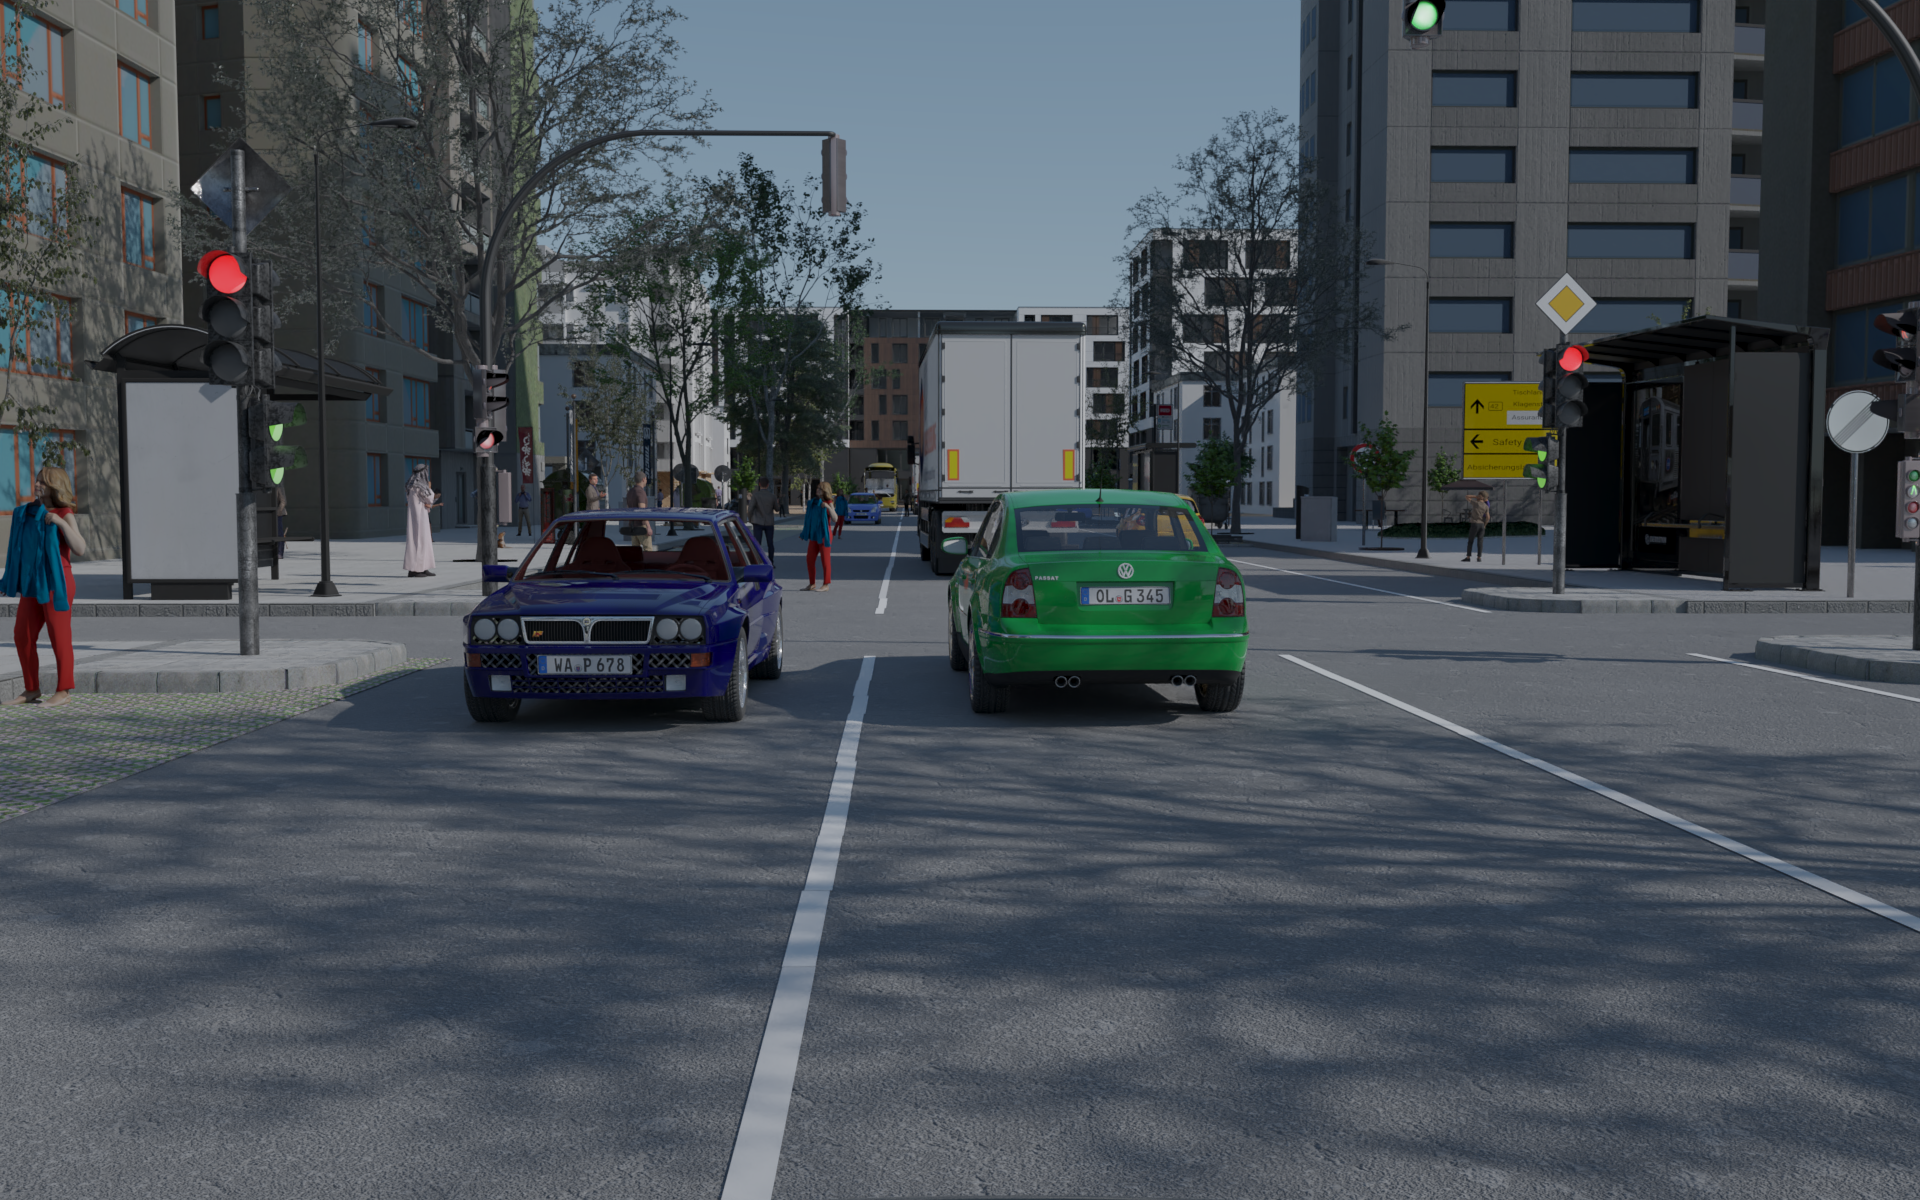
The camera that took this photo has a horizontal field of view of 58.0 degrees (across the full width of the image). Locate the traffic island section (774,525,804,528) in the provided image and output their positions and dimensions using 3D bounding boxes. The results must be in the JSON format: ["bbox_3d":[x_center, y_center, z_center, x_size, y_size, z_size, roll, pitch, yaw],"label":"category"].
[{"bbox_3d":[-7.213,-3.132,74.074,1.991,0.108,1.994,0,4,-2],"label":"traffic island section"}]

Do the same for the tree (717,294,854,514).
[{"bbox_3d":[-11.343,-12.528,111.487,9.857,13.997,8.962,0,3,0],"label":"tree"}]

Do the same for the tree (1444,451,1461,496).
[{"bbox_3d":[19.108,-4.547,68.946,1.663,3.219,1.824,0,3,0],"label":"tree"}]

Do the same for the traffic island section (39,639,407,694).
[{"bbox_3d":[-5.689,0.517,13.833,2.009,0.180,2.903,0,4,-2],"label":"traffic island section"}]

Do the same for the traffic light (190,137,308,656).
[{"bbox_3d":[-5.649,-1.515,13.699,0.839,4.253,0.868,0,4,-2],"label":"traffic light"}]

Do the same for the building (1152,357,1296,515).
[{"bbox_3d":[19.653,-10.818,119.026,9.099,9.664,28.070,0,4,-2],"label":"building"}]

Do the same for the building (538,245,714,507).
[{"bbox_3d":[-27.481,-16.741,130.142,16.016,20.091,11.380,0,4,-2],"label":"building"}]

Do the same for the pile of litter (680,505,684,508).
[{"bbox_3d":[-11.098,-3.387,69.348,1.719,0.858,1.176,1,4,15],"label":"pile of litter"}]

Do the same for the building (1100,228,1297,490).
[{"bbox_3d":[28.193,-18.716,149.987,27.936,21.610,32.646,0,4,-2],"label":"building"}]

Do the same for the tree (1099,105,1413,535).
[{"bbox_3d":[8.911,-8.835,54.825,12.009,13.543,11.850,0,3,0],"label":"tree"}]

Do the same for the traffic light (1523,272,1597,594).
[{"bbox_3d":[7.661,-2.030,22.110,0.839,4.253,0.868,0,4,-2],"label":"traffic light"}]

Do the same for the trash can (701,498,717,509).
[{"bbox_3d":[-10.353,-3.657,71.443,0.748,1.137,0.748,0,3,0],"label":"trash can"}]

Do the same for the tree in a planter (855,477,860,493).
[{"bbox_3d":[-9.567,-9.383,150.634,1.991,3.239,1.994,0,4,-2],"label":"tree in a planter"}]

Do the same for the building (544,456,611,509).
[{"bbox_3d":[-34.366,-23.939,83.282,32.217,40.220,23.993,0,4,-2],"label":"building"}]

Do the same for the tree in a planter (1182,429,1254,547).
[{"bbox_3d":[6.925,-3.076,47.523,1.991,3.239,1.994,0,4,-2],"label":"tree in a planter"}]

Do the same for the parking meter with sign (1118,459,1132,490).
[{"bbox_3d":[8.663,-5.453,85.412,1.738,3.016,0.543,1,4,10],"label":"parking meter with sign"}]

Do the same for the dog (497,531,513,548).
[{"bbox_3d":[-10.957,-1.423,41.005,0.550,0.427,0.748,-2,4,-34],"label":"dog"}]

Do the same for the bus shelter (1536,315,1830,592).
[{"bbox_3d":[10.526,-2.114,25.842,1.731,3.624,6.357,0,4,-2],"label":"bus shelter"}]

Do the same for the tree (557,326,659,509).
[{"bbox_3d":[-15.507,-7.672,75.803,4.360,8.622,3.978,0,3,0],"label":"tree"}]

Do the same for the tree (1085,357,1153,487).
[{"bbox_3d":[7.961,-8.593,90.865,4.360,8.622,3.978,0,3,0],"label":"tree"}]

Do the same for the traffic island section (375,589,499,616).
[{"bbox_3d":[-5.934,0.029,21.814,2.009,0.180,2.903,0,4,-2],"label":"traffic island section"}]

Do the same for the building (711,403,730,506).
[{"bbox_3d":[-35.619,-13.315,159.844,28.070,9.664,9.099,0,4,-2],"label":"building"}]

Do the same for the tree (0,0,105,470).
[{"bbox_3d":[-13.493,-4.467,23.405,4.360,8.622,3.978,0,3,0],"label":"tree"}]

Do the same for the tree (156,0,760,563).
[{"bbox_3d":[-9.011,-7.467,32.451,12.009,13.543,11.850,0,3,0],"label":"tree"}]

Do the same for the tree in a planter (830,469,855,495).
[{"bbox_3d":[-8.731,-7.736,123.703,1.991,3.239,1.994,0,4,-2],"label":"tree in a planter"}]

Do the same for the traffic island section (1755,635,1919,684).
[{"bbox_3d":[7.946,0.492,14.244,2.009,0.180,2.903,0,4,-2],"label":"traffic island section"}]

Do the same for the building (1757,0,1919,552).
[{"bbox_3d":[34.376,-23.616,40.739,28.867,44.769,22.147,0,4,-2],"label":"building"}]

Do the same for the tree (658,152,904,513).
[{"bbox_3d":[-10.033,-14.615,94.849,12.611,20.169,13.585,0,3,0],"label":"tree"}]

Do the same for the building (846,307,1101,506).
[{"bbox_3d":[3.764,-21.938,202.654,32.646,21.610,27.936,0,4,-2],"label":"building"}]

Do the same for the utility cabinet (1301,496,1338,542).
[{"bbox_3d":[9.733,-2.189,46.945,0.306,1.237,1.020,-3,5,-41],"label":"utility cabinet"}]

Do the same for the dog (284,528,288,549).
[{"bbox_3d":[-16.002,-1.456,40.639,0.540,0.507,0.406,0,4,-7],"label":"dog"}]

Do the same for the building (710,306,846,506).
[{"bbox_3d":[-28.889,-21.922,202.394,32.646,21.610,27.936,0,4,-2],"label":"building"}]

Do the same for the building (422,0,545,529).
[{"bbox_3d":[-24.234,-23.298,64.516,14.154,41.232,14.086,0,4,-2],"label":"building"}]

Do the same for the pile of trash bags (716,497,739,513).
[{"bbox_3d":[-11.412,-4.403,81.743,1.912,1.369,3.447,-1,4,-22],"label":"pile of trash bags"}]

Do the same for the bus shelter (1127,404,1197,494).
[{"bbox_3d":[8.493,-5.943,74.796,2.179,5.291,8.768,0,4,-2],"label":"bus shelter"}]

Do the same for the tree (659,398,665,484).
[{"bbox_3d":[-15.538,-7.976,80.765,4.360,8.622,3.978,0,3,0],"label":"tree"}]

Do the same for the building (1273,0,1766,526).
[{"bbox_3d":[27.170,-33.079,82.840,21.231,58.520,28.212,0,4,-2],"label":"building"}]

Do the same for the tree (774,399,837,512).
[{"bbox_3d":[-12.132,-11.612,140.225,4.737,8.622,4.395,0,3,0],"label":"tree"}]

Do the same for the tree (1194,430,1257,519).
[{"bbox_3d":[13.548,-6.439,88.993,4.285,4.588,4.351,0,3,0],"label":"tree"}]

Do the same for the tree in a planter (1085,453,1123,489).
[{"bbox_3d":[6.093,-4.724,74.454,1.991,3.239,1.994,0,4,-2],"label":"tree in a planter"}]

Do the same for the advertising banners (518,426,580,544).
[{"bbox_3d":[-10.593,-2.958,44.556,2.074,3.025,0.090,2,4,31],"label":"advertising banners"}]

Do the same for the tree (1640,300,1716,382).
[{"bbox_3d":[27.829,-7.117,66.727,4.737,8.622,4.395,0,3,0],"label":"tree"}]

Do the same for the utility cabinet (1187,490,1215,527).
[{"bbox_3d":[9.253,-3.531,66.412,1.173,1.500,0.318,-3,4,-37],"label":"utility cabinet"}]

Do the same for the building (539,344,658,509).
[{"bbox_3d":[-23.831,-10.320,110.876,9.099,9.664,28.070,0,4,-2],"label":"building"}]

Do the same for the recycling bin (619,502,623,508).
[{"bbox_3d":[-11.002,-2.795,58.245,0.722,1.027,0.722,1,4,18],"label":"recycling bin"}]

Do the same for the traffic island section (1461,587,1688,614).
[{"bbox_3d":[7.702,0.003,22.226,2.009,0.180,2.903,0,4,-2],"label":"traffic island section"}]

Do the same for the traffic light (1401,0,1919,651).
[{"bbox_3d":[5.818,-2.401,13.924,4.771,5.953,1.251,0,4,-2],"label":"traffic light"}]

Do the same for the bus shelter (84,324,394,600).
[{"bbox_3d":[-9.458,-1.802,23.390,2.014,3.302,5.546,0,4,-2],"label":"bus shelter"}]

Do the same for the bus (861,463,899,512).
[{"bbox_3d":[-6.374,-9.149,141.127,2.896,3.916,12.252,0,4,-1],"label":"bus"}]

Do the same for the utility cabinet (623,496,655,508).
[{"bbox_3d":[-8.756,-2.204,47.191,1.020,1.237,0.306,3,5,40],"label":"utility cabinet"}]

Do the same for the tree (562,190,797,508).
[{"bbox_3d":[-9.727,-8.247,60.593,9.928,11.665,9.643,0,3,0],"label":"tree"}]

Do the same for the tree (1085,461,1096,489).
[{"bbox_3d":[7.426,-6.480,100.552,1.663,3.219,1.824,0,3,0],"label":"tree"}]

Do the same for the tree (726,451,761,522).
[{"bbox_3d":[-9.784,-5.151,78.826,1.663,3.219,1.824,0,3,0],"label":"tree"}]

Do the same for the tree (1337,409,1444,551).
[{"bbox_3d":[9.717,-2.745,39.485,1.663,3.219,1.824,0,3,0],"label":"tree"}]

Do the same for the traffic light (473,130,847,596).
[{"bbox_3d":[-3.805,-2.881,21.779,4.771,5.953,1.251,0,4,-2],"label":"traffic light"}]

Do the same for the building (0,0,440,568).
[{"bbox_3d":[-30.781,-12.078,42.511,27.650,21.520,28.899,0,4,-2],"label":"building"}]
